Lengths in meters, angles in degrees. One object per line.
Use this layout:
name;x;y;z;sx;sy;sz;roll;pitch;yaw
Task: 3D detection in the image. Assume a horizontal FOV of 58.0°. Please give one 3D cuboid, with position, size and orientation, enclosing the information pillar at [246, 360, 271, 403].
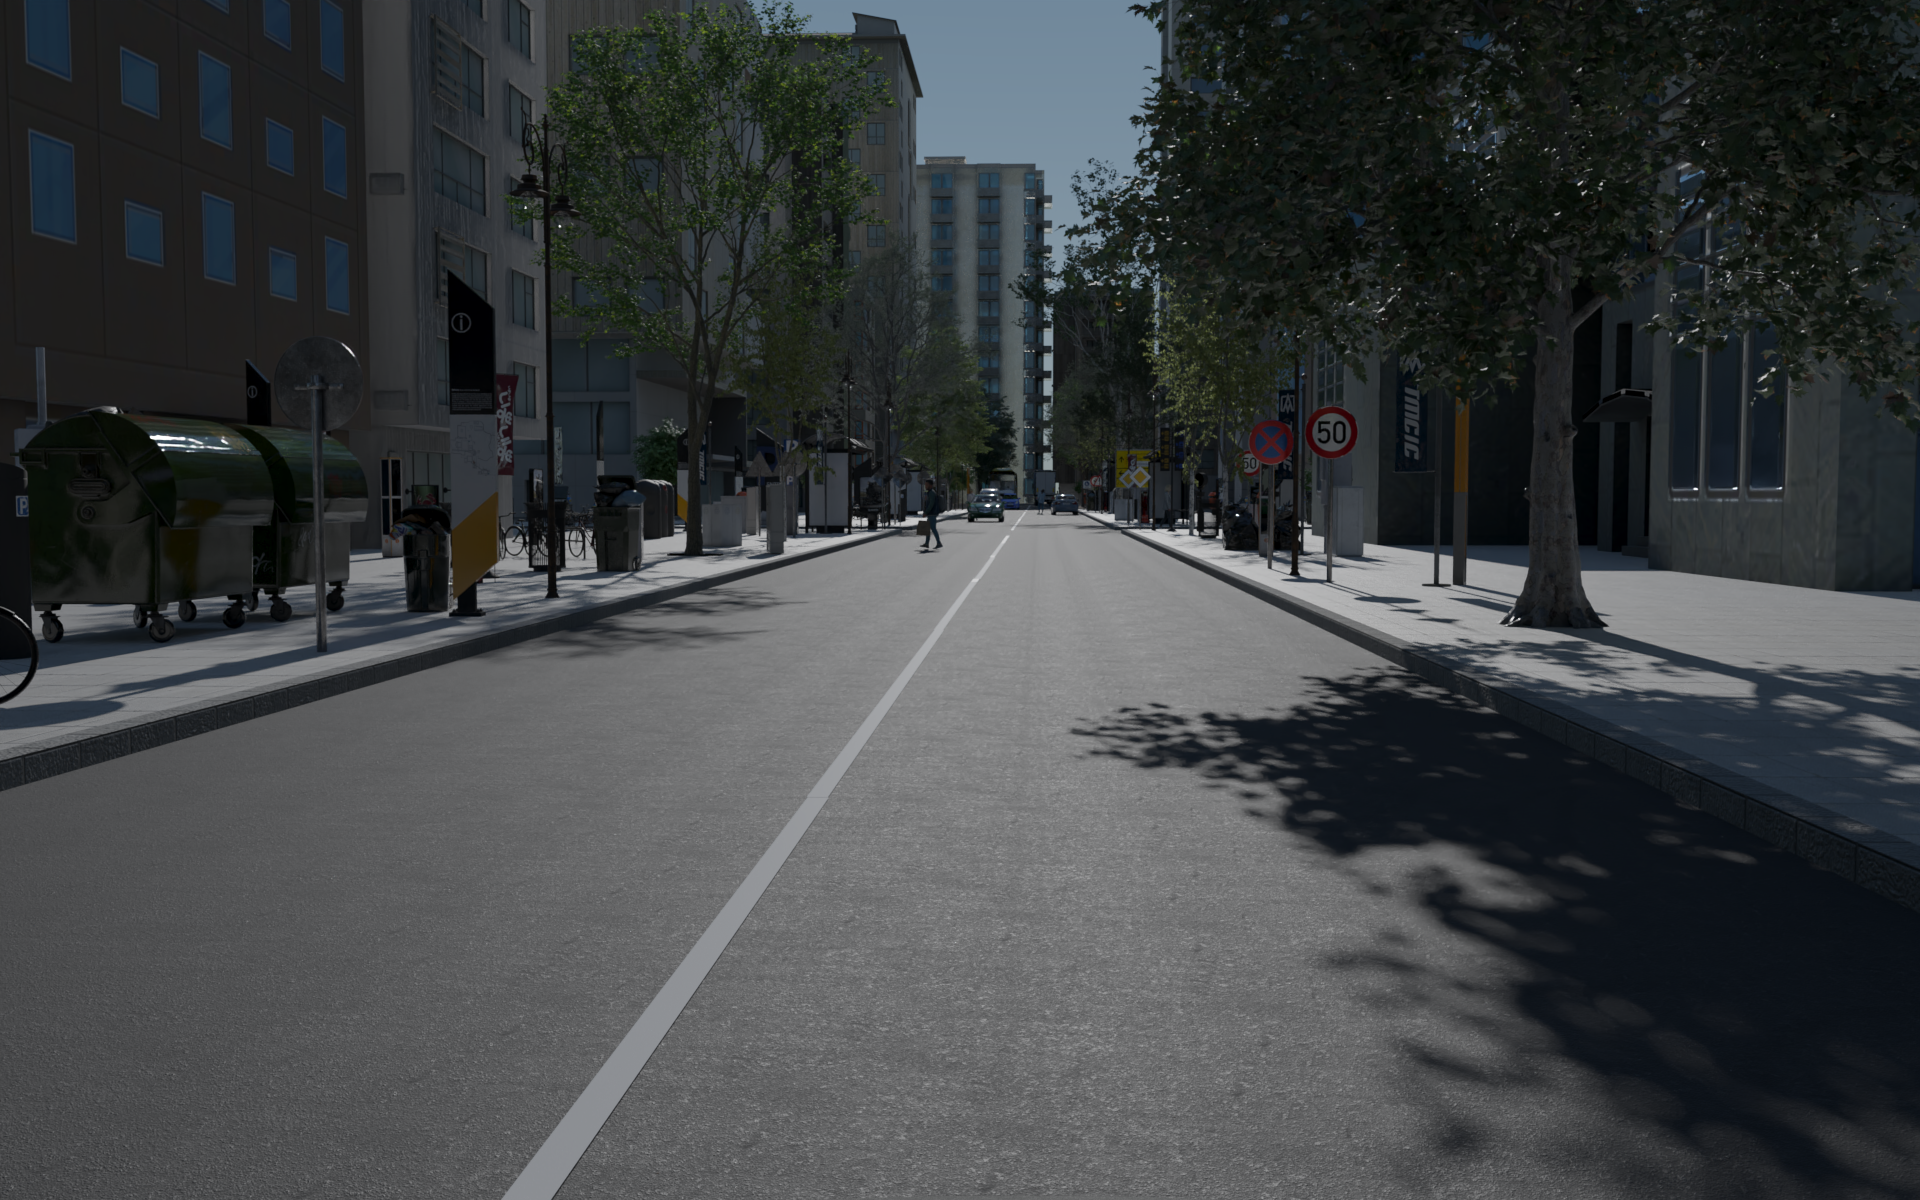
information pillar;-12.212;-2.376;30.199;0.504;3.616;0.183;1;4;22

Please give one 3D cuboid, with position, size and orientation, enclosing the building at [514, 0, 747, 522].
building;-25.357;-30.685;90.942;28.713;52.752;27.495;0;4;3

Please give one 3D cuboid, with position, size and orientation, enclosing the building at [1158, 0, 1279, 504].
building;30.387;-38.535;172.052;21.231;58.520;28.212;0;4;3

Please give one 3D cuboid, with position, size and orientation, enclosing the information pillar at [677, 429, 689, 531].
information pillar;-9.475;-4.176;59.639;0.504;3.616;0.183;0;4;1

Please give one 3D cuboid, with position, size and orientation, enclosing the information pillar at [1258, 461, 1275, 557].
information pillar;6.285;-1.897;35.515;0.304;2.012;0.304;1;4;9

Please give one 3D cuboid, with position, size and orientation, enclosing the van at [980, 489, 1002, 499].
van;2.225;-7.573;130.823;2.013;2.044;4.112;0;4;4

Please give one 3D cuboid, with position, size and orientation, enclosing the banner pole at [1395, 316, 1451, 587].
banner pole;6.444;-2.087;24.134;0.863;3.779;0.401;2;4;35

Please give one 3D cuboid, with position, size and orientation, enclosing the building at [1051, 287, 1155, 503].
building;19.932;-28.823;242.949;14.107;30.474;14.160;0;4;3

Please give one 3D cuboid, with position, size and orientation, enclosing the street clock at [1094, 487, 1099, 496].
street clock;11.359;-8.538;144.167;0.358;2.002;0.471;-2;4;-31

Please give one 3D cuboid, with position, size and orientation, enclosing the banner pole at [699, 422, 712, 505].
banner pole;-8.905;-4.313;60.533;0.863;3.779;0.401;2;4;33

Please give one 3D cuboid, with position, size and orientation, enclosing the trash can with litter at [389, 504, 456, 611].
trash can with litter;-5.904;-0.475;19.147;0.624;1.170;1.055;-1;4;-8

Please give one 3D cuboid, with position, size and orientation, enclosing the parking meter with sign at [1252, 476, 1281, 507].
parking meter with sign;13.033;-4.818;75.038;1.738;3.016;0.543;1;4;18

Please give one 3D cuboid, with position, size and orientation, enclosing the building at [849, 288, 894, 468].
building;-21.116;-19.306;160.686;27.650;21.520;28.899;0;4;3

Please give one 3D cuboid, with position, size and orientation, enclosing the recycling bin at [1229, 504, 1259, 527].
recycling bin;7.302;-1.920;43.939;0.722;1.027;0.722;3;5;39

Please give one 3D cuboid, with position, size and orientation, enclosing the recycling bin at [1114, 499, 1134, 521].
recycling bin;7.993;-4.389;84.309;0.722;1.027;0.722;3;5;39

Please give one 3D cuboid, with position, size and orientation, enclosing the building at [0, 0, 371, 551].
building;-20.506;-23.303;31.109;14.600;45.320;14.200;0;4;3

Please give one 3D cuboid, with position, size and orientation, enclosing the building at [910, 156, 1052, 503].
building;-2.106;-38.449;248.250;30.456;49.044;23.786;0;4;3

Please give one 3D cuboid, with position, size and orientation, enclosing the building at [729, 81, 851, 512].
building;-15.494;-21.486;123.001;14.160;30.474;14.107;0;4;3

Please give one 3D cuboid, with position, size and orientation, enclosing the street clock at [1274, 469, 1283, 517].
street clock;9.277;-2.845;51.094;0.471;2.002;0.358;-1;4;-15

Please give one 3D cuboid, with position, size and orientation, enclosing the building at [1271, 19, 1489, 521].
building;23.169;-26.499;83.373;14.200;45.320;14.600;0;4;3

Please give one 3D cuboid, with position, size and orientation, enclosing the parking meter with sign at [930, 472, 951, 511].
parking meter with sign;-1.622;-8.679;138.163;1.738;3.016;0.543;0;4;7

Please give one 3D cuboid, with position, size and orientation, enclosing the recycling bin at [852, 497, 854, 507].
recycling bin;-8.207;-7.450;134.359;0.722;1.027;0.722;2;4;26

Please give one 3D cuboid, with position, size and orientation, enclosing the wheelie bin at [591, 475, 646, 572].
wheelie bin;-5.680;-1.275;28.758;0.980;1.594;0.693;1;4;10

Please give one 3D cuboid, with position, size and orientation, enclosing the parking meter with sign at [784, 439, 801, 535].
parking meter with sign;-5.332;-3.558;54.430;0.543;3.016;1.738;0;4;-1

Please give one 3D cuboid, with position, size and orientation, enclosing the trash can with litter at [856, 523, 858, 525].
trash can with litter;-5.102;-3.724;71.951;1.678;1.210;2.233;0;4;7

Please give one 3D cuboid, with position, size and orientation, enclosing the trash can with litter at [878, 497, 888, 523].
trash can with litter;-3.587;-4.033;77.333;1.055;1.170;0.624;0;4;3

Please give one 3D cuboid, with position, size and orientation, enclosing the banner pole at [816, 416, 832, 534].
banner pole;-4.440;-4.026;55.839;0.401;3.779;0.863;-2;4;-32

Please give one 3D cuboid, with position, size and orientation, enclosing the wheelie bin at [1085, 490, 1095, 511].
wheelie bin;10.014;-7.625;132.569;0.693;1.594;0.980;-2;4;-33

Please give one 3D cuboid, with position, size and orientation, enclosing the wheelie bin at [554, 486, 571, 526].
wheelie bin;-16.235;-3.819;70.342;0.980;1.594;0.693;0;4;1

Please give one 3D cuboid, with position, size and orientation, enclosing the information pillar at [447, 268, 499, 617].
information pillar;-5.097;-1.636;18.105;0.504;3.616;0.183;0;4;-1

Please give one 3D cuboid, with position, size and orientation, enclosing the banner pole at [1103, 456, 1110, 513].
banner pole;9.691;-7.613;114.494;0.863;3.779;0.401;-2;4;-35

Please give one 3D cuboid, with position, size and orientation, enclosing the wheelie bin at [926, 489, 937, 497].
wheelie bin;-1.865;-6.570;115.320;0.980;1.594;0.693;-3;5;-45

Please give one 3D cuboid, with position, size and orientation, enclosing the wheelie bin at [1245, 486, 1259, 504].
wheelie bin;11.972;-3.777;69.655;0.980;1.594;0.693;-1;4;-11

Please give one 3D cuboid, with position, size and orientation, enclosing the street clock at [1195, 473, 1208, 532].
street clock;8.232;-3.345;59.260;0.358;2.002;0.471;-3;5;-43

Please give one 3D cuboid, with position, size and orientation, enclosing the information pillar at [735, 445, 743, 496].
information pillar;-10.610;-5.606;83.006;0.183;3.616;0.504;3;4;37

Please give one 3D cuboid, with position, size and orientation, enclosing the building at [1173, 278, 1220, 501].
building;25.595;-23.223;151.399;14.160;30.474;14.107;0;4;3

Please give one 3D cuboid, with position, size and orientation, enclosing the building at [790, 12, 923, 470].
building;-18.855;-37.324;199.487;27.495;52.752;28.713;0;4;3

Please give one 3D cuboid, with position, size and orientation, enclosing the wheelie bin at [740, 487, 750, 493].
wheelie bin;-9.859;-4.452;80.697;0.980;1.594;0.693;1;4;11

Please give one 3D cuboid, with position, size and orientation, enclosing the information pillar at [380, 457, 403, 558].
information pillar;-11.455;-1.861;34.919;0.304;2.012;0.304;2;4;33

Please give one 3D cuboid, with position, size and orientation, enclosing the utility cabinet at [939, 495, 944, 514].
utility cabinet;-1.374;-6.281;113.863;0.306;1.237;1.020;1;4;18

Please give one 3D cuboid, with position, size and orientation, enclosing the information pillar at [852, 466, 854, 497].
information pillar;-8.364;-8.802;135.263;0.504;3.616;0.183;-2;4;-26

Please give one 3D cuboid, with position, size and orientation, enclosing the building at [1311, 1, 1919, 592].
building;21.363;-44.191;35.200;22.319;86.520;31.000;0;4;3

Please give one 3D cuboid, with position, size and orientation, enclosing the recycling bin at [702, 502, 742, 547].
recycling bin;-5.852;-1.838;42.603;0.722;1.027;0.722;3;4;37

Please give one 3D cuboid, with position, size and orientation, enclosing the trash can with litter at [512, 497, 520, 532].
trash can with litter;-15.845;-2.880;58.143;2.233;1.210;1.678;0;4;7

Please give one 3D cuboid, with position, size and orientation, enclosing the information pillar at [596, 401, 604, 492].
information pillar;-8.977;-3.175;43.258;0.183;3.616;0.504;0;3;0

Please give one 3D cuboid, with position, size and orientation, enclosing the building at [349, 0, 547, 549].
building;-19.106;-22.177;46.196;14.086;41.232;14.154;0;4;3

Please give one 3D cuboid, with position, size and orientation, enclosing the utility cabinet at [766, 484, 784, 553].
utility cabinet;-4.003;-1.754;37.357;0.318;1.500;1.173;-1;4;-10

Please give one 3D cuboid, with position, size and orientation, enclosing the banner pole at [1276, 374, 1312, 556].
banner pole;7.009;-2.835;36.372;0.401;3.779;0.863;-3;5;-45

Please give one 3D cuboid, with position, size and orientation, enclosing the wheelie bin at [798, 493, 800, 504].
wheelie bin;-8.658;-4.956;88.936;0.980;1.594;0.693;3;4;37

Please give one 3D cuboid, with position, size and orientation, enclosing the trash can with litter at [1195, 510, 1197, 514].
trash can with litter;14.738;-6.269;113.563;2.233;1.210;1.678;0;4;4

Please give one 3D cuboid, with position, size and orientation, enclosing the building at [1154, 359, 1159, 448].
building;41.674;-24.646;248.000;28.899;21.520;27.650;0;4;3

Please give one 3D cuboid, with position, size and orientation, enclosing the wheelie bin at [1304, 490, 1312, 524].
wheelie bin;15.261;-4.087;74.735;0.980;1.594;0.693;1;4;9

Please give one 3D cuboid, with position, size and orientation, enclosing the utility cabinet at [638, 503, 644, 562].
utility cabinet;-6.209;-1.344;33.129;0.306;1.237;1.020;0;4;-8

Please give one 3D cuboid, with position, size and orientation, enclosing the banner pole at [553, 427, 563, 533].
banner pole;-13.287;-4.095;56.970;0.401;3.779;0.863;-3;5;-45

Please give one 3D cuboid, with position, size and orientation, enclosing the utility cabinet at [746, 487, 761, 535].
utility cabinet;-6.481;-2.793;54.337;0.318;1.500;1.173;0;4;1
